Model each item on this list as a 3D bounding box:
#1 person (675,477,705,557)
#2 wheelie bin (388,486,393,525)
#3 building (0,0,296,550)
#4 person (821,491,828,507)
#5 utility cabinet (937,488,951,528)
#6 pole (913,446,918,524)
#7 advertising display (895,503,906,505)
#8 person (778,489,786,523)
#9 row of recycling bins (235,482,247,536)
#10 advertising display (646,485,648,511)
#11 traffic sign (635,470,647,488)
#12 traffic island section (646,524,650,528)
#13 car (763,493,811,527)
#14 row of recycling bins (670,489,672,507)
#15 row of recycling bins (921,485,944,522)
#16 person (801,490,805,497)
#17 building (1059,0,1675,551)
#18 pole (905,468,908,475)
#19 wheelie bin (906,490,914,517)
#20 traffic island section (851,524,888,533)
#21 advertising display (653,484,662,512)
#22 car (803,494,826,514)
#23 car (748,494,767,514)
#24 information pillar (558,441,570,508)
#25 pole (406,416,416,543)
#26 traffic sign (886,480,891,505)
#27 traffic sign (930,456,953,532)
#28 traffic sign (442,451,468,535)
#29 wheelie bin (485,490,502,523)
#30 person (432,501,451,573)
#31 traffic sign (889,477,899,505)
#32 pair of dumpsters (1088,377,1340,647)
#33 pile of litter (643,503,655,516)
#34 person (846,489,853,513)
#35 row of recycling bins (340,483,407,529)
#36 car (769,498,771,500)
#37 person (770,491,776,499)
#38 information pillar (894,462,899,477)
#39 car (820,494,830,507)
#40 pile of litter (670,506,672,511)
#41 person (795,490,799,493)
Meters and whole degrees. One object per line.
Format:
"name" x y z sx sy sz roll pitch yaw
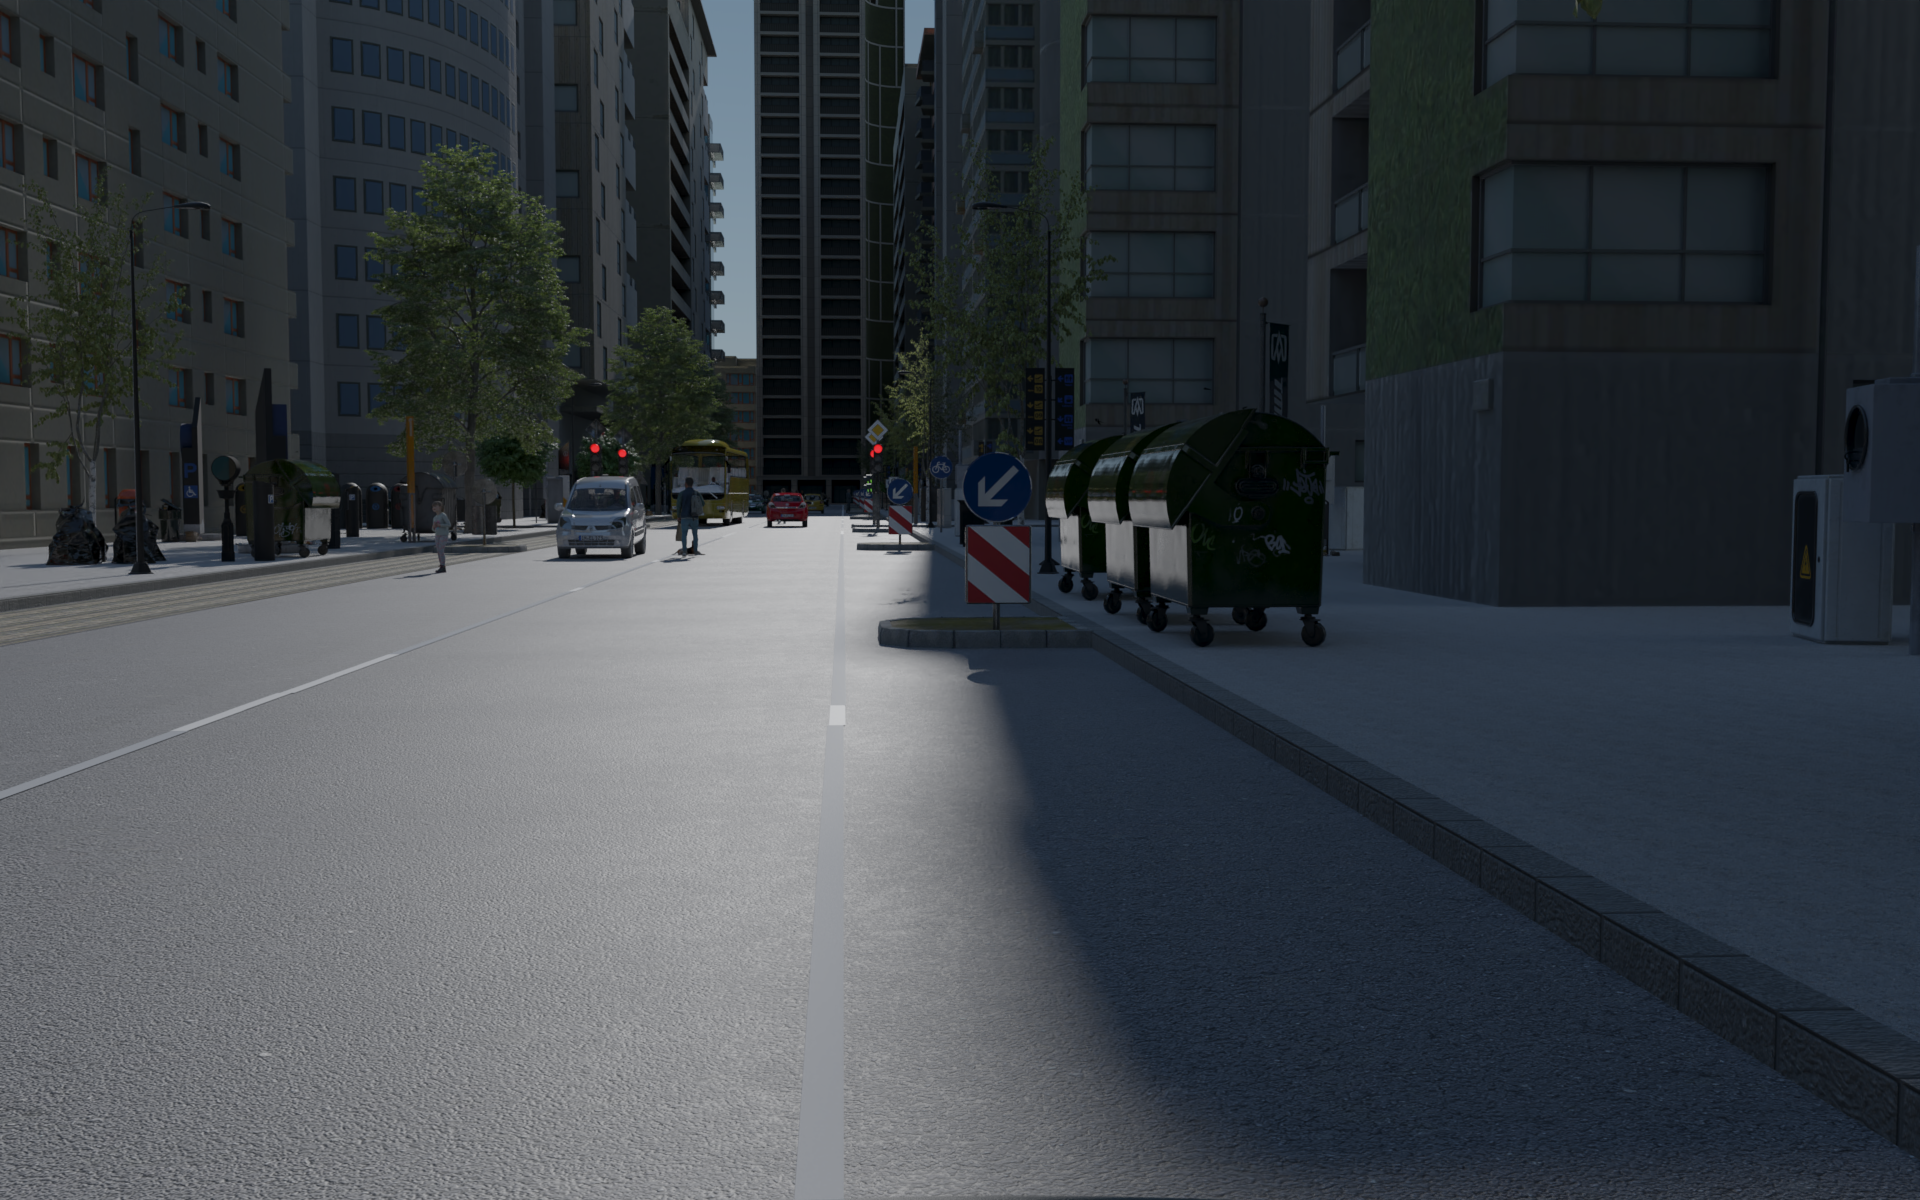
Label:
"person" -6.192 -1.889 39.365 0.794 1.824 0.713 0 4 6
"wheelie bin" -23.238 -3.895 71.598 0.980 1.594 0.693 1 4 10
"building" -37.005 -12.318 46.447 28.899 21.520 27.650 0 4 -4
"person" -15.006 -11.095 189.910 1.348 1.823 0.705 3 5 40
"utility cabinet" -0.606 -3.465 65.330 0.318 1.500 1.173 -1 4 -13
"pole" -1.902 -4.919 74.276 0.158 3.312 0.155 0 3 0
"advertising display" -3.591 -6.149 105.751 0.974 1.923 0.123 2 4 33
"person" -8.587 -4.582 84.422 0.512 1.701 0.522 -3 5 -41
"row of recycling bins" -20.593 -2.778 52.530 3.534 1.692 1.069 2 4 27
"advertising display" -21.492 -6.948 118.819 0.123 1.923 0.974 -1 4 -10
"traffic sign" -17.496 -5.785 94.590 0.884 2.594 0.081 0 4 3
"traffic island section" -14.130 -3.087 72.751 2.009 0.180 2.903 0 4 -4
"car" -7.628 -4.123 76.443 2.155 1.783 4.494 0 4 -6
"row of recycling bins" -21.898 -8.067 139.014 3.534 1.692 1.069 -2 4 -24
"row of recycling bins" -1.288 -4.558 81.637 1.069 1.692 3.534 0 4 6
"person" -15.469 -9.862 169.762 1.348 1.822 0.705 1 4 23
"building" 9.543 -22.261 47.566 14.154 41.232 14.086 0 4 -4
"pole" -4.193 -8.731 136.590 0.158 3.312 0.155 0 3 0
"wheelie bin" -2.726 -5.466 97.269 0.693 1.594 0.980 0 4 7
"traffic island section" -3.075 -2.642 65.485 2.009 0.180 2.903 0 4 -4
"advertising display" -19.383 -6.470 111.004 0.123 1.923 0.974 1 4 14
"car" -10.888 -7.192 127.808 2.015 1.641 3.980 0 4 -5
"car" -15.194 -7.055 127.153 2.131 1.459 4.920 0 4 -5
"information pillar" -17.564 -5.231 76.875 0.504 3.616 0.183 -2 4 -26
"pole" -14.424 -3.159 45.490 0.158 3.312 0.155 0 3 0
"traffic sign" -4.842 -7.221 120.187 0.606 2.300 0.079 0 4 5
"traffic sign" -0.628 -3.528 57.784 0.768 2.556 0.104 0 4 4
"traffic sign" -14.883 -3.115 51.030 0.768 2.556 0.104 0 4 2
"wheelie bin" -20.886 -4.246 77.335 0.980 1.594 0.693 3 5 44
"person" -9.492 -1.153 31.624 0.425 1.301 0.394 1 4 17
"traffic sign" -3.950 -6.210 103.659 0.606 2.300 0.079 0 4 2
"pair of dumpsters" 2.302 -0.855 16.475 1.574 2.255 4.437 0 4 -4
"pile of litter" -18.561 -5.383 101.982 1.176 0.858 1.719 3 4 36
"person" -8.294 -7.436 130.247 0.590 1.801 0.661 -1 4 -11
"row of recycling bins" -21.224 -3.498 64.311 3.534 1.692 1.069 -1 4 -11
"car" -17.184 -9.475 165.146 2.015 1.641 3.980 0 4 -3
"person" -18.185 -9.782 169.220 0.721 1.735 1.217 2 4 27
"information pillar" -4.834 -8.436 129.282 0.183 3.616 0.504 0 4 7
"car" -16.074 -11.680 200.752 2.009 1.686 4.222 0 4 -3
"pile of litter" -23.900 -7.907 143.238 1.719 0.858 1.176 0 4 3
"person" -13.019 -7.844 137.346 0.643 1.750 0.593 1 4 20
